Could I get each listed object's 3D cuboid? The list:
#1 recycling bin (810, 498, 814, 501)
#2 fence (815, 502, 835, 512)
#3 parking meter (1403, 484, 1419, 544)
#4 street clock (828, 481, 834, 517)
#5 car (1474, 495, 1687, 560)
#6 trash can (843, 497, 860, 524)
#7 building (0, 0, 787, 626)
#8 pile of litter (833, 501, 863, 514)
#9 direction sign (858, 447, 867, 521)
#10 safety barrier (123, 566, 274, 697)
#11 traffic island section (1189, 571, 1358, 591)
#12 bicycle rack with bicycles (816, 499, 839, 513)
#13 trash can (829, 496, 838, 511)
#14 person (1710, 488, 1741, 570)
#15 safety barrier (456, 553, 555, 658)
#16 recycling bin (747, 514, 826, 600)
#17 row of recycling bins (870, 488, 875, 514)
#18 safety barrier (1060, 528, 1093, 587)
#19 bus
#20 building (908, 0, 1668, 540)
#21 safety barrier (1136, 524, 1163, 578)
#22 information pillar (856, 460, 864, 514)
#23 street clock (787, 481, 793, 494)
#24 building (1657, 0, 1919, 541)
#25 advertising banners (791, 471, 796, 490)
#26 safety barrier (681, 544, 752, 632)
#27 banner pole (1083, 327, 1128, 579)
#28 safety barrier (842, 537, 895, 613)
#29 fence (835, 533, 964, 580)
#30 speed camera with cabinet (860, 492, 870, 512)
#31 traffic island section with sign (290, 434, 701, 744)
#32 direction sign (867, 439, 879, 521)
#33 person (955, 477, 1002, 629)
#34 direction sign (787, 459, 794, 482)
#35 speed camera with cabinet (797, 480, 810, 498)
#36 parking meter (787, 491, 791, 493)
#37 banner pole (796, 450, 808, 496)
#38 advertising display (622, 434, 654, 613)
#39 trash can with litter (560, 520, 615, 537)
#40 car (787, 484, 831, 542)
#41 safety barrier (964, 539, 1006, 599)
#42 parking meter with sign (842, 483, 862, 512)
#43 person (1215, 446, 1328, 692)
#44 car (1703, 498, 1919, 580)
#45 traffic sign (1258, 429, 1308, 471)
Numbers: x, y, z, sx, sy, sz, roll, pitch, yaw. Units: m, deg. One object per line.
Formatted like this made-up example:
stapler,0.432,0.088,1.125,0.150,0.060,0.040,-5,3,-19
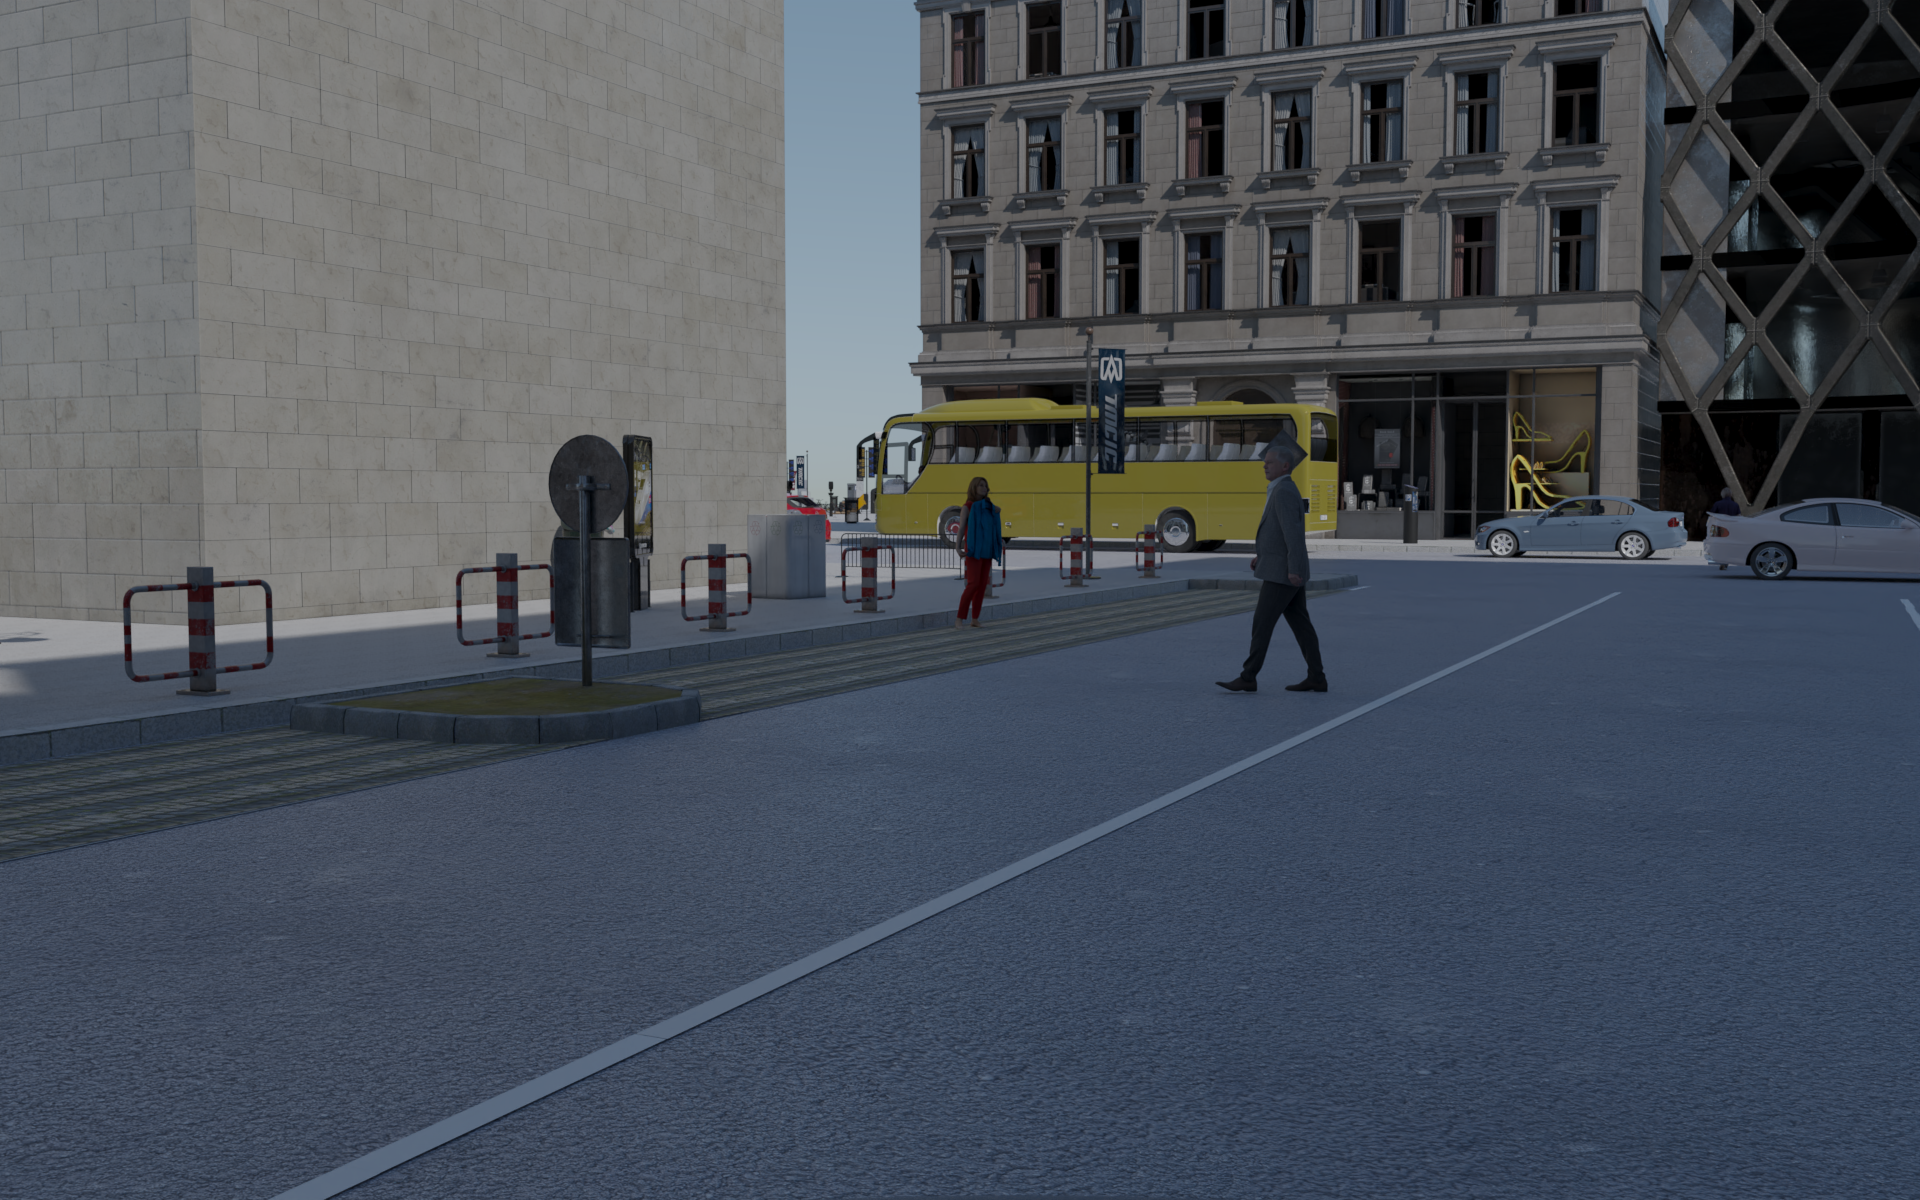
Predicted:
recycling bin,-10.822,-6.719,122.413,0.722,1.027,0.722,2,4,29
fence,-7.732,-4.879,95.146,2.069,0.683,0.278,-2,4,-33
parking meter,11.675,-2.229,44.849,0.372,1.533,0.369,0,3,0
street clock,-7.329,-5.738,98.386,0.358,2.002,0.471,-1,4,-13
car,13.860,-1.639,38.804,4.499,1.417,2.014,2,4,28
trash can,-4.714,-3.895,75.334,0.748,1.137,0.748,0,3,0
building,-12.438,-10.384,24.531,16.860,20.320,10.420,2,4,27
pile of litter,-7.635,-6.490,120.072,1.719,0.858,1.176,1,4,11
direction sign,-4.479,-5.580,83.235,0.876,3.537,0.379,-2,4,-31
safety barrier,-4.851,0.196,11.079,0.300,0.817,1.120,2,4,27
traffic island section,4.958,-0.281,26.882,2.009,0.180,2.903,2,4,27
bicycle rack with bicycles,-9.543,-6.426,118.453,2.925,0.926,2.852,2,4,26
trash can,-9.578,-7.331,131.510,0.748,1.137,0.748,0,3,0
person,14.362,-1.341,32.638,0.569,1.553,0.471,3,5,45
safety barrier,-3.561,0.039,13.631,0.300,0.817,1.120,2,4,27
recycling bin,-2.149,-0.546,21.480,0.722,1.027,0.722,3,4,37
row of recycling bins,-4.406,-6.526,113.814,3.534,1.692,1.069,-3,5,-39
safety barrier,1.609,-0.588,23.892,0.300,0.817,1.120,2,4,27
bus,3.303,-3.222,44.227,12.252,3.916,2.896,2,4,28
building,1.877,-12.643,57.615,40.483,20.767,10.553,2,4,27
safety barrier,2.896,-0.744,26.446,0.300,0.817,1.120,2,4,27
information pillar,-6.486,-7.385,112.102,0.504,3.616,0.183,0,4,8
street clock,-9.235,-5.443,93.567,0.358,2.002,0.471,2,4,26
building,28.865,-11.018,47.595,16.811,18.784,16.820,2,4,27
advertising banners,-13.210,-8.134,129.185,2.074,3.025,0.090,0,4,-7
safety barrier,-2.269,-0.117,16.196,0.300,0.817,1.120,2,4,27
banner pole,2.146,-2.212,26.184,0.863,3.779,0.401,-2,4,-24
safety barrier,-0.982,-0.274,18.750,0.300,0.817,1.120,2,4,27
fence,-0.908,-0.669,26.319,2.069,0.683,0.278,1,4,22
speed camera with cabinet,-6.456,-8.091,126.625,2.038,3.252,0.660,0,4,-3
traffic island section with sign,-2.725,-0.137,10.863,1.989,1.847,2.006,2,4,27
direction sign,-3.178,-4.732,69.361,0.379,3.537,0.876,3,4,37
person,0.196,-0.502,18.420,0.593,1.614,0.444,-1,4,-19
direction sign,-11.268,-7.406,113.079,0.876,3.537,0.379,0,4,2
speed camera with cabinet,-9.415,-6.731,104.386,0.660,3.252,2.038,-1,4,-12
parking meter,-10.683,-6.211,107.269,0.255,1.863,0.399,3,4,36
banner pole,-8.974,-6.678,99.199,0.863,3.779,0.401,0,4,1
advertising display,-3.554,-0.853,19.160,0.123,1.923,0.974,0,4,2
trash can with litter,-4.495,-0.574,20.777,0.624,1.170,1.055,0,4,-6
car,-5.274,-1.983,41.458,4.494,1.783,2.155,2,4,25
safety barrier,0.312,-0.431,21.316,0.300,0.817,1.120,2,4,27
parking meter with sign,-7.648,-7.773,123.353,1.738,3.016,0.543,3,4,37
person,2.251,-0.221,12.505,0.834,1.777,0.661,0,4,1
car,15.043,-1.014,28.935,4.827,1.381,2.083,2,4,25
traffic sign,4.983,-1.417,26.809,0.795,2.450,0.064,2,4,27
